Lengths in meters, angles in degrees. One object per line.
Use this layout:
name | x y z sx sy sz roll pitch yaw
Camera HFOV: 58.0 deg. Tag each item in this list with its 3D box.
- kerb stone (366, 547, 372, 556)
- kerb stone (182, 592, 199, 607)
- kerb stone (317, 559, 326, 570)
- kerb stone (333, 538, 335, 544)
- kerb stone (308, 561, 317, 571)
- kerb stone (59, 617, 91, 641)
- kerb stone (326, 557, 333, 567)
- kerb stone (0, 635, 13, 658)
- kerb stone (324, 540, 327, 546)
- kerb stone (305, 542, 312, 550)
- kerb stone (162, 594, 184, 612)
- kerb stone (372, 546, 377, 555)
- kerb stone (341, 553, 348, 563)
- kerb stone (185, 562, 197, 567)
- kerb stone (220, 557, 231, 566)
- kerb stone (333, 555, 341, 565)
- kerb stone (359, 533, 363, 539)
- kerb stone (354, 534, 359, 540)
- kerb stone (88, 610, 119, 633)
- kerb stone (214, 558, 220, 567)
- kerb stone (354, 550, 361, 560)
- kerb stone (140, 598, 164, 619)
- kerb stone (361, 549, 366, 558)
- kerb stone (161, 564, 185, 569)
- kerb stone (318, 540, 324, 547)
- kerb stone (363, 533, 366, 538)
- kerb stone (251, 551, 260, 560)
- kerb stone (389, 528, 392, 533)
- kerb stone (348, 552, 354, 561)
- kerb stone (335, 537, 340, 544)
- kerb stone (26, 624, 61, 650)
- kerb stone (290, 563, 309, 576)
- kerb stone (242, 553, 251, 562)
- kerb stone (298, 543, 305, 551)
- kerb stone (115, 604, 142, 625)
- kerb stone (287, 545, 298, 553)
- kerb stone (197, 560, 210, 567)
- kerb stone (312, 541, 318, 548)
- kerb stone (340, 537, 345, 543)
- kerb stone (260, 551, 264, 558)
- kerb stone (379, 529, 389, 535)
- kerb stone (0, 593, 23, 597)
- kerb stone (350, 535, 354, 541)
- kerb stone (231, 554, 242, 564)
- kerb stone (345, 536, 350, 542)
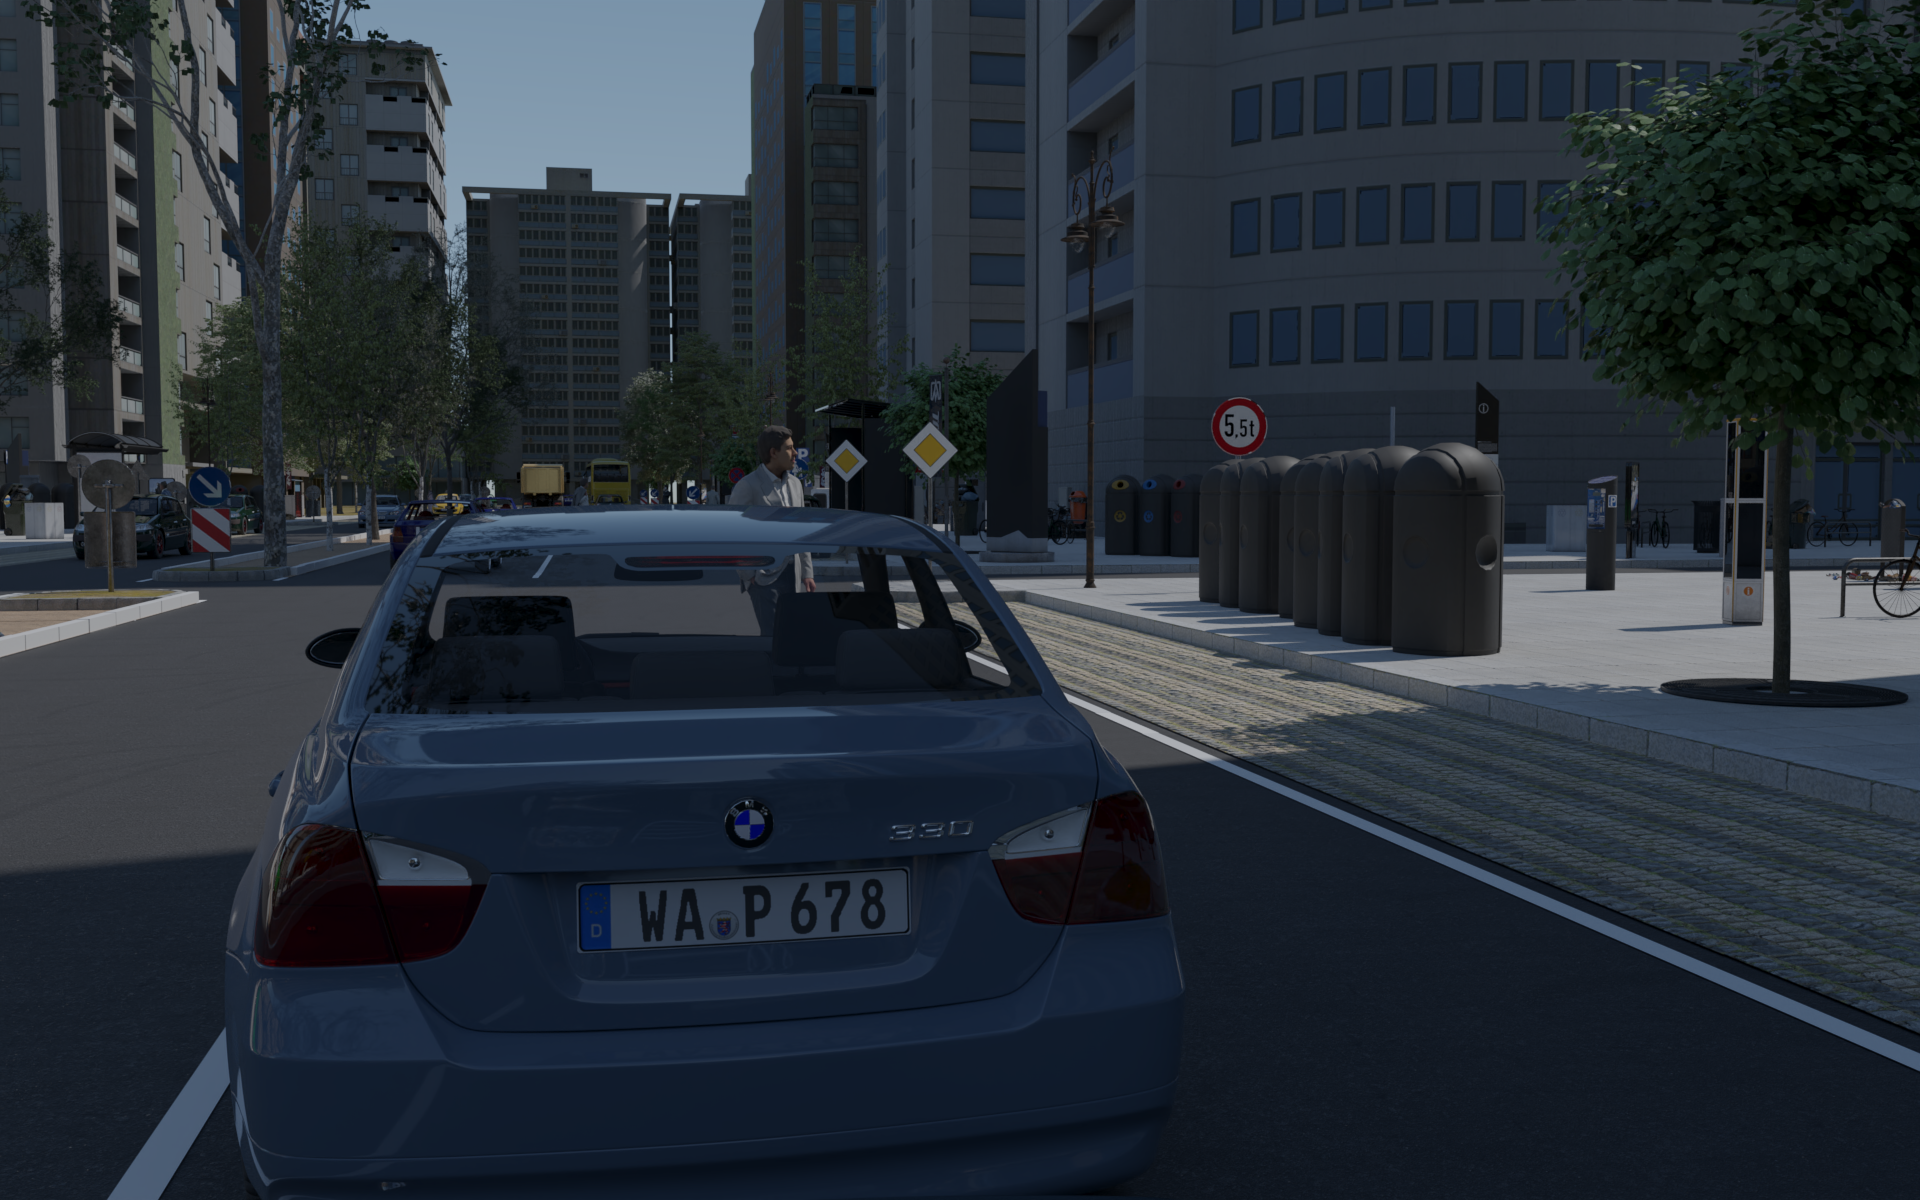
kerb stone | -13.740 -1.083 39.935 0.120 0.150 1.000 -1 4 -12
kerb stone | -9.984 -0.005 22.318 0.120 0.150 1.000 -1 4 -12
kerb stone | -12.245 -0.655 32.912 0.120 0.150 1.000 -1 4 -12
kerb stone | -17.716 -1.608 48.491 0.120 0.150 1.000 -1 4 -12
kerb stone | -12.040 -0.594 31.903 0.120 0.150 1.000 -1 4 -12
kerb stone | -8.914 0.306 17.307 0.120 0.150 1.000 -1 4 -12
kerb stone | -12.463 -0.714 33.911 0.120 0.150 1.000 -1 4 -12
kerb stone | -8.486 0.421 15.305 0.120 0.150 1.000 -1 4 -12
kerb stone | -17.504 -1.544 47.484 0.120 0.150 1.000 -1 4 -12
kerb stone | -16.856 -1.363 44.473 0.120 0.150 1.000 -1 4 -12
kerb stone | -9.767 0.054 21.319 0.120 0.150 1.000 -1 4 -12
kerb stone | -13.956 -1.142 40.934 0.120 0.150 1.000 -1 4 -12
kerb stone | -12.884 -0.839 35.919 0.120 0.150 1.000 -1 4 -12
kerb stone | -14.083 -0.567 31.467 0.120 0.150 1.000 -1 4 -12
kerb stone | -14.721 -0.747 34.467 0.120 0.150 1.000 -1 4 -12
kerb stone | -12.669 -0.775 34.916 0.120 0.150 1.000 -1 4 -12
kerb stone | -18.999 -1.975 54.492 0.120 0.150 1.000 -1 4 -12
kerb stone | -18.776 -1.914 53.493 0.120 0.150 1.000 -1 4 -12
kerb stone | -9.125 0.240 18.314 0.120 0.150 1.000 -1 4 -12
kerb stone | -14.510 -0.689 33.467 0.120 0.150 1.000 -1 4 -12
kerb stone | -13.312 -0.962 37.925 0.120 0.150 1.000 -1 4 -12
kerb stone | -9.555 0.115 20.319 0.120 0.150 1.000 -1 4 -12
kerb stone | -13.528 -1.023 38.925 0.120 0.150 1.000 -1 4 -12
kerb stone | -13.866 -0.505 30.468 0.120 0.150 1.000 -1 4 -12
kerb stone | -17.287 -1.486 46.485 0.120 0.150 1.000 -1 4 -12
kerb stone | -19.203 -2.037 55.494 0.120 0.150 1.000 -1 4 -12
kerb stone | -15.364 -0.934 37.466 0.120 0.150 1.000 -1 4 -12
kerb stone | -20.711 -2.463 62.520 0.120 0.150 1.000 -1 4 -12
kerb stone | -13.096 -0.901 36.924 0.120 0.150 1.000 -1 4 -12
kerb stone | -17.929 -1.669 49.491 0.120 0.150 1.000 -1 4 -12
kerb stone | -8.701 0.365 16.307 0.120 0.150 1.000 -1 4 -12
kerb stone | -11.811 -0.526 30.907 0.120 0.150 1.000 -1 4 -12
kerb stone | -15.153 -0.873 36.466 0.120 0.150 1.000 -1 4 -12
kerb stone | -16.641 -1.301 43.474 0.120 0.150 1.000 -1 4 -12
kerb stone | -9.340 0.176 19.313 0.120 0.150 1.000 -1 4 -12
kerb stone | -16.432 -1.238 42.468 0.120 0.150 1.000 -1 4 -12
kerb stone | -14.288 -0.628 32.469 0.120 0.150 1.000 -1 4 -12
kerb stone | -17.071 -1.424 45.481 0.120 0.150 1.000 -1 4 -12
kerb stone | -18.136 -1.731 50.492 0.120 0.150 1.000 -1 4 -12
kerb stone | -15.574 -0.995 38.469 0.120 0.150 1.000 -1 4 -12
kerb stone | -20.498 -2.405 61.519 0.120 0.150 1.000 -1 4 -12
kerb stone | -12.049 0.017 21.919 0.120 0.150 1.000 -1 4 -12
kerb stone | -18.565 -1.852 52.492 0.120 0.150 1.000 -1 4 -12
kerb stone | -14.930 -0.804 35.469 0.120 0.150 1.000 -1 4 -12
kerb stone | -18.358 -1.792 51.490 0.120 0.150 1.000 -1 4 -12
